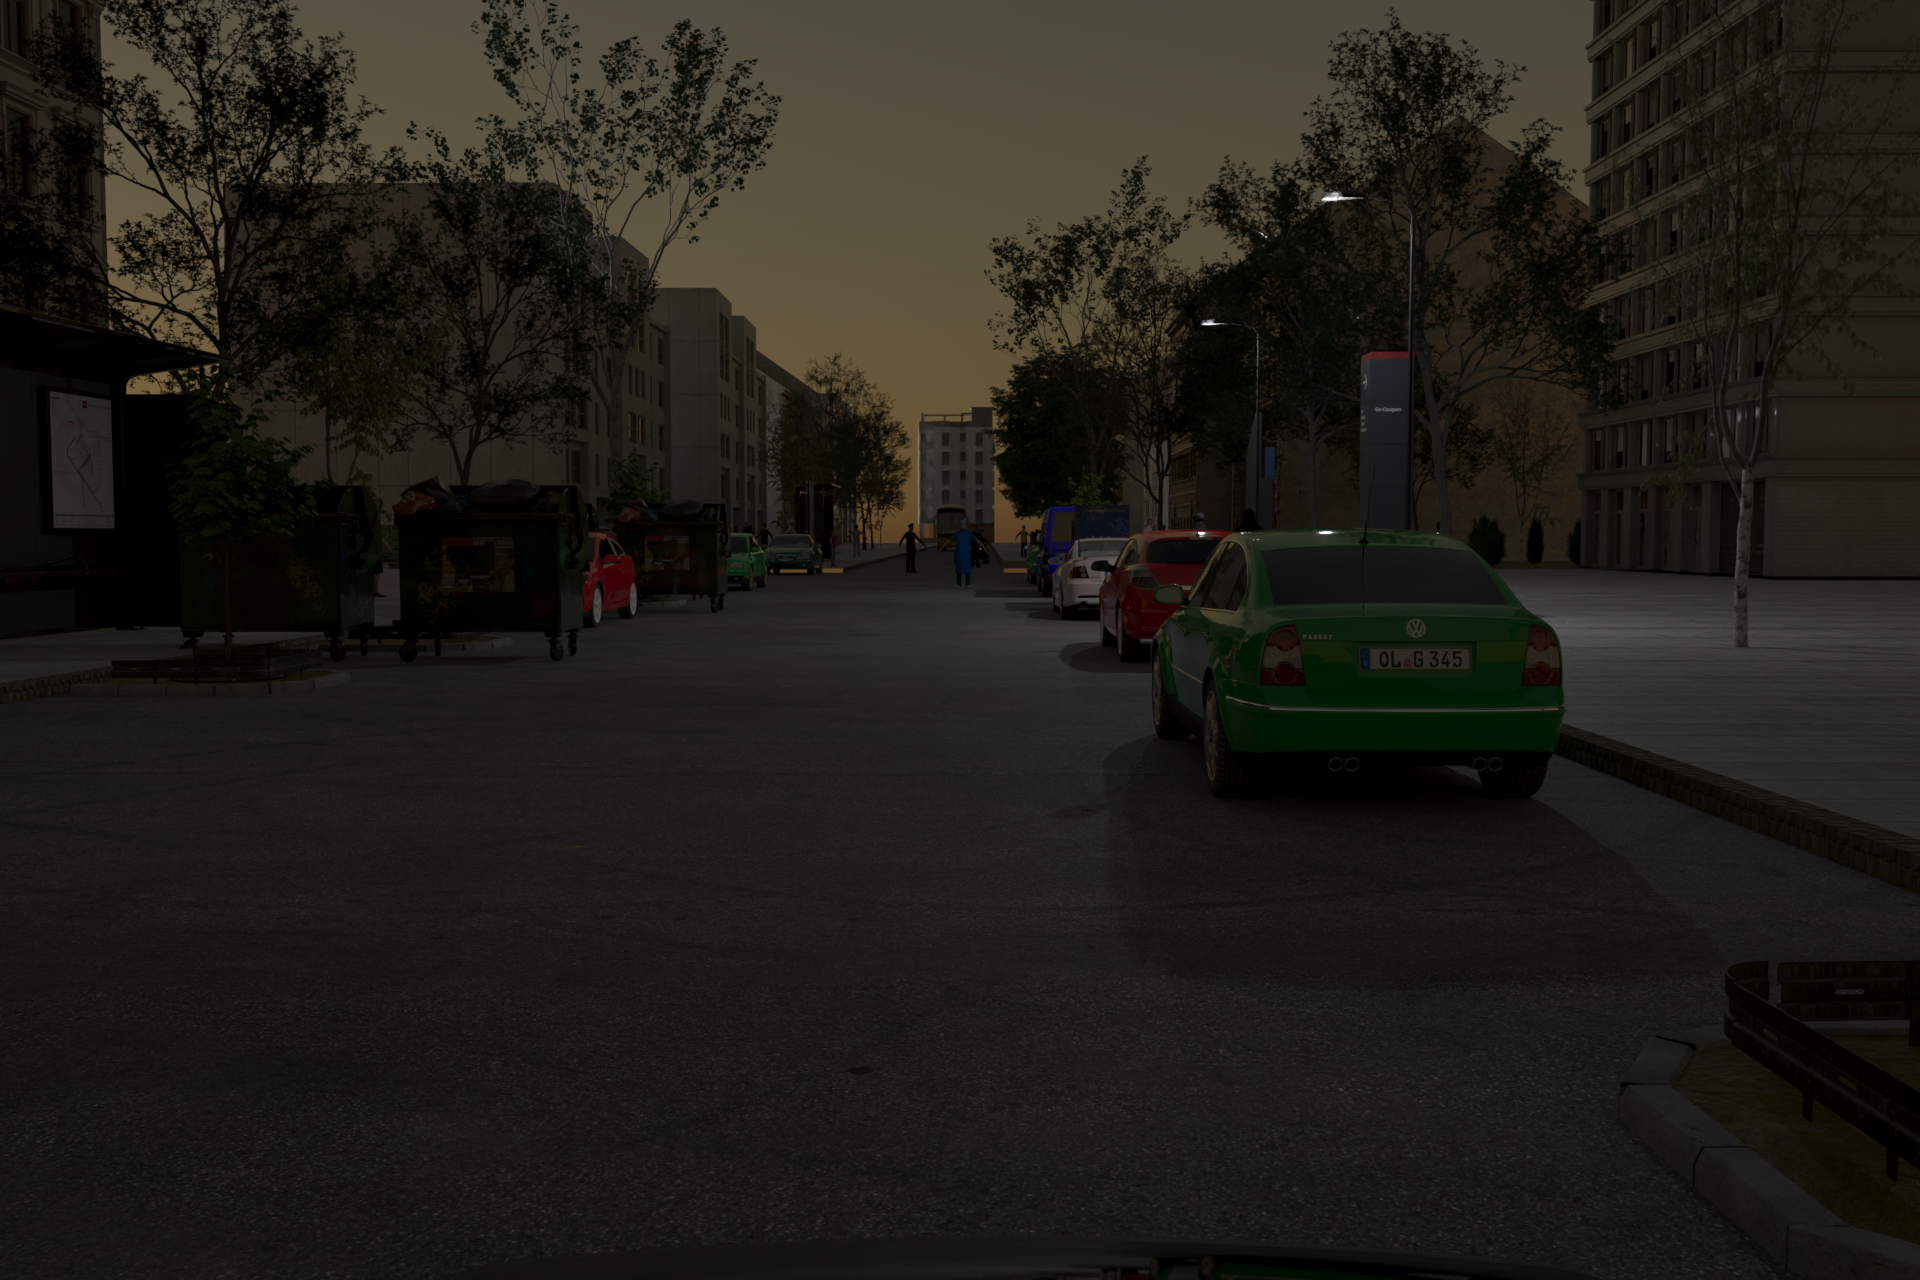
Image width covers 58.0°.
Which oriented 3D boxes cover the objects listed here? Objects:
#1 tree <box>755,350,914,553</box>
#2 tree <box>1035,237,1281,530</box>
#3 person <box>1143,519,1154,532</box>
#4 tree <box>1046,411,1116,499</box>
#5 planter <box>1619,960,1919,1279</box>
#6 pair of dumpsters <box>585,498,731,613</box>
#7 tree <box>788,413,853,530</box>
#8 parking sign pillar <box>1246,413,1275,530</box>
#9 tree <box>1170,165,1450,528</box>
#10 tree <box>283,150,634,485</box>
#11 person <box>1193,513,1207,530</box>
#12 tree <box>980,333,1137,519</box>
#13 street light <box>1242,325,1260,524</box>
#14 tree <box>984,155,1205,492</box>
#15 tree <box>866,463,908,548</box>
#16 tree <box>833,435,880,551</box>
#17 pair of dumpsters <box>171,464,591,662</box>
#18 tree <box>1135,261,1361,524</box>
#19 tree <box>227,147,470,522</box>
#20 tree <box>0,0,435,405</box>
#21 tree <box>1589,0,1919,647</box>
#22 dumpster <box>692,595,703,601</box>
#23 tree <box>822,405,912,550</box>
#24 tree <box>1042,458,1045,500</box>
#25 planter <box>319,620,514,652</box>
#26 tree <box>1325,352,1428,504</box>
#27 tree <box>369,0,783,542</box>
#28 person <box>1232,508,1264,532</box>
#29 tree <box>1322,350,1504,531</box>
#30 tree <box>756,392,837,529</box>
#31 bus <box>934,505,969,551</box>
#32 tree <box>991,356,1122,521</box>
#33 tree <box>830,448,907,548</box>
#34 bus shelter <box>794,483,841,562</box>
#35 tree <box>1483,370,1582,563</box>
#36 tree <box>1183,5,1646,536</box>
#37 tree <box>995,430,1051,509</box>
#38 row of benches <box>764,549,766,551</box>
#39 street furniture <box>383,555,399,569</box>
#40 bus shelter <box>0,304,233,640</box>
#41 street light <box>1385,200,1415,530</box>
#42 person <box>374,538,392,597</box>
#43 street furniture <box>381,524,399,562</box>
[{"bbox_3d":[-8.632,-12.604,116.453,12.009,13.543,11.850,0,3,0],"label":"tree"},{"bbox_3d":[8.353,-9.932,72.750,12.009,13.543,11.850,0,3,0],"label":"tree"},{"bbox_3d":[5.256,-2.497,47.800,0.436,1.711,0.756,0,4,-1],"label":"person"},{"bbox_3d":[6.721,-9.262,101.797,4.360,8.622,3.978,0,3,0],"label":"tree"},{"bbox_3d":[2.603,1.058,3.840,1.991,0.319,1.994,0,4,0],"label":"planter"},{"bbox_3d":[-6.484,-1.641,31.780,4.436,2.255,1.574,0,4,1],"label":"pair of dumpsters"},{"bbox_3d":[-8.130,-9.439,104.694,4.360,8.622,3.978,0,3,0],"label":"tree"},{"bbox_3d":[6.777,-3.105,39.245,1.447,3.967,1.447,0,4,1],"label":"parking sign pillar"},{"bbox_3d":[8.847,-6.720,44.286,7.601,10.594,8.767,1,4,12],"label":"tree"},{"bbox_3d":[-12.486,-6.635,42.898,8.767,10.594,7.601,-1,4,-16],"label":"tree"},{"bbox_3d":[6.344,-2.459,46.036,0.704,1.849,1.345,2,4,30],"label":"person"},{"bbox_3d":[6.447,-12.420,109.728,9.857,13.997,8.962,0,3,0],"label":"tree"},{"bbox_3d":[6.993,-3.976,37.554,1.470,5.913,1.316,0,4,1],"label":"street light"},{"bbox_3d":[7.124,-14.229,88.526,12.611,20.169,13.585,0,3,0],"label":"tree"},{"bbox_3d":[-7.256,-12.950,162.100,4.737,8.622,4.395,0,3,0],"label":"tree"},{"bbox_3d":[-7.854,-10.890,128.411,4.737,8.622,4.395,0,3,0],"label":"tree"},{"bbox_3d":[-6.576,-0.911,19.839,4.436,2.255,1.574,0,4,0],"label":"pair of dumpsters"},{"bbox_3d":[9.401,-7.441,56.079,7.601,10.594,8.767,-3,5,-41],"label":"tree"},{"bbox_3d":[-12.069,-5.112,33.941,4.737,8.622,4.395,0,3,0],"label":"tree"},{"bbox_3d":[-12.158,-5.670,27.113,8.767,10.594,7.601,0,4,3],"label":"tree"},{"bbox_3d":[8.667,-4.217,19.305,4.360,8.622,3.978,0,3,0],"label":"tree"},{"bbox_3d":[-6.431,-1.807,37.763,1.865,1.857,1.264,0,4,1],"label":"dumpster"},{"bbox_3d":[-7.605,-13.040,138.958,9.928,11.665,9.643,0,3,0],"label":"tree"},{"bbox_3d":[8.022,-13.373,153.065,8.767,10.594,7.601,0,4,-6],"label":"tree"},{"bbox_3d":[-6.818,-0.058,22.088,1.991,0.319,1.994,0,4,2],"label":"planter"},{"bbox_3d":[16.740,-7.358,70.662,4.737,8.622,4.395,0,3,0],"label":"tree"},{"bbox_3d":[-13.395,-12.461,59.626,12.611,20.169,13.585,0,3,0],"label":"tree"},{"bbox_3d":[5.042,-1.447,30.437,1.214,1.737,0.721,0,4,-6],"label":"person"},{"bbox_3d":[22.034,-9.117,83.475,8.767,10.594,7.601,0,4,-7],"label":"tree"},{"bbox_3d":[-8.819,-8.590,90.802,4.737,8.622,4.395,0,3,0],"label":"tree"},{"bbox_3d":[-0.676,-9.625,148.918,2.896,3.916,12.252,0,4,1],"label":"bus"},{"bbox_3d":[6.768,-13.151,121.668,9.857,13.997,8.962,0,3,0],"label":"tree"},{"bbox_3d":[-8.107,-13.456,154.419,7.601,10.594,8.767,1,4,17],"label":"tree"},{"bbox_3d":[-6.792,-5.607,82.962,1.731,3.624,6.357,0,3,0],"label":"bus shelter"},{"bbox_3d":[24.558,-7.673,75.823,4.360,8.622,3.978,0,3,0],"label":"tree"},{"bbox_3d":[8.454,-5.879,30.538,8.767,10.594,7.601,-3,4,-37],"label":"tree"},{"bbox_3d":[8.394,-15.808,168.836,12.009,13.543,11.850,0,3,0],"label":"tree"},{"bbox_3d":[-7.950,-3.523,73.062,1.422,0.672,4.104,1,4,13],"label":"row of benches"},{"bbox_3d":[-17.264,-3.508,64.212,11.010,1.723,9.812,2,4,32],"label":"street furniture"},{"bbox_3d":[-10.596,-1.762,20.097,1.731,3.624,6.357,0,4,1],"label":"bus shelter"},{"bbox_3d":[6.666,-3.121,23.567,1.470,5.913,1.316,0,4,1],"label":"street light"},{"bbox_3d":[-11.826,-1.738,35.254,0.721,1.735,1.217,-3,4,-37],"label":"person"},{"bbox_3d":[-27.148,-4.360,78.138,9.812,1.723,11.010,-1,4,-12],"label":"street furniture"}]
